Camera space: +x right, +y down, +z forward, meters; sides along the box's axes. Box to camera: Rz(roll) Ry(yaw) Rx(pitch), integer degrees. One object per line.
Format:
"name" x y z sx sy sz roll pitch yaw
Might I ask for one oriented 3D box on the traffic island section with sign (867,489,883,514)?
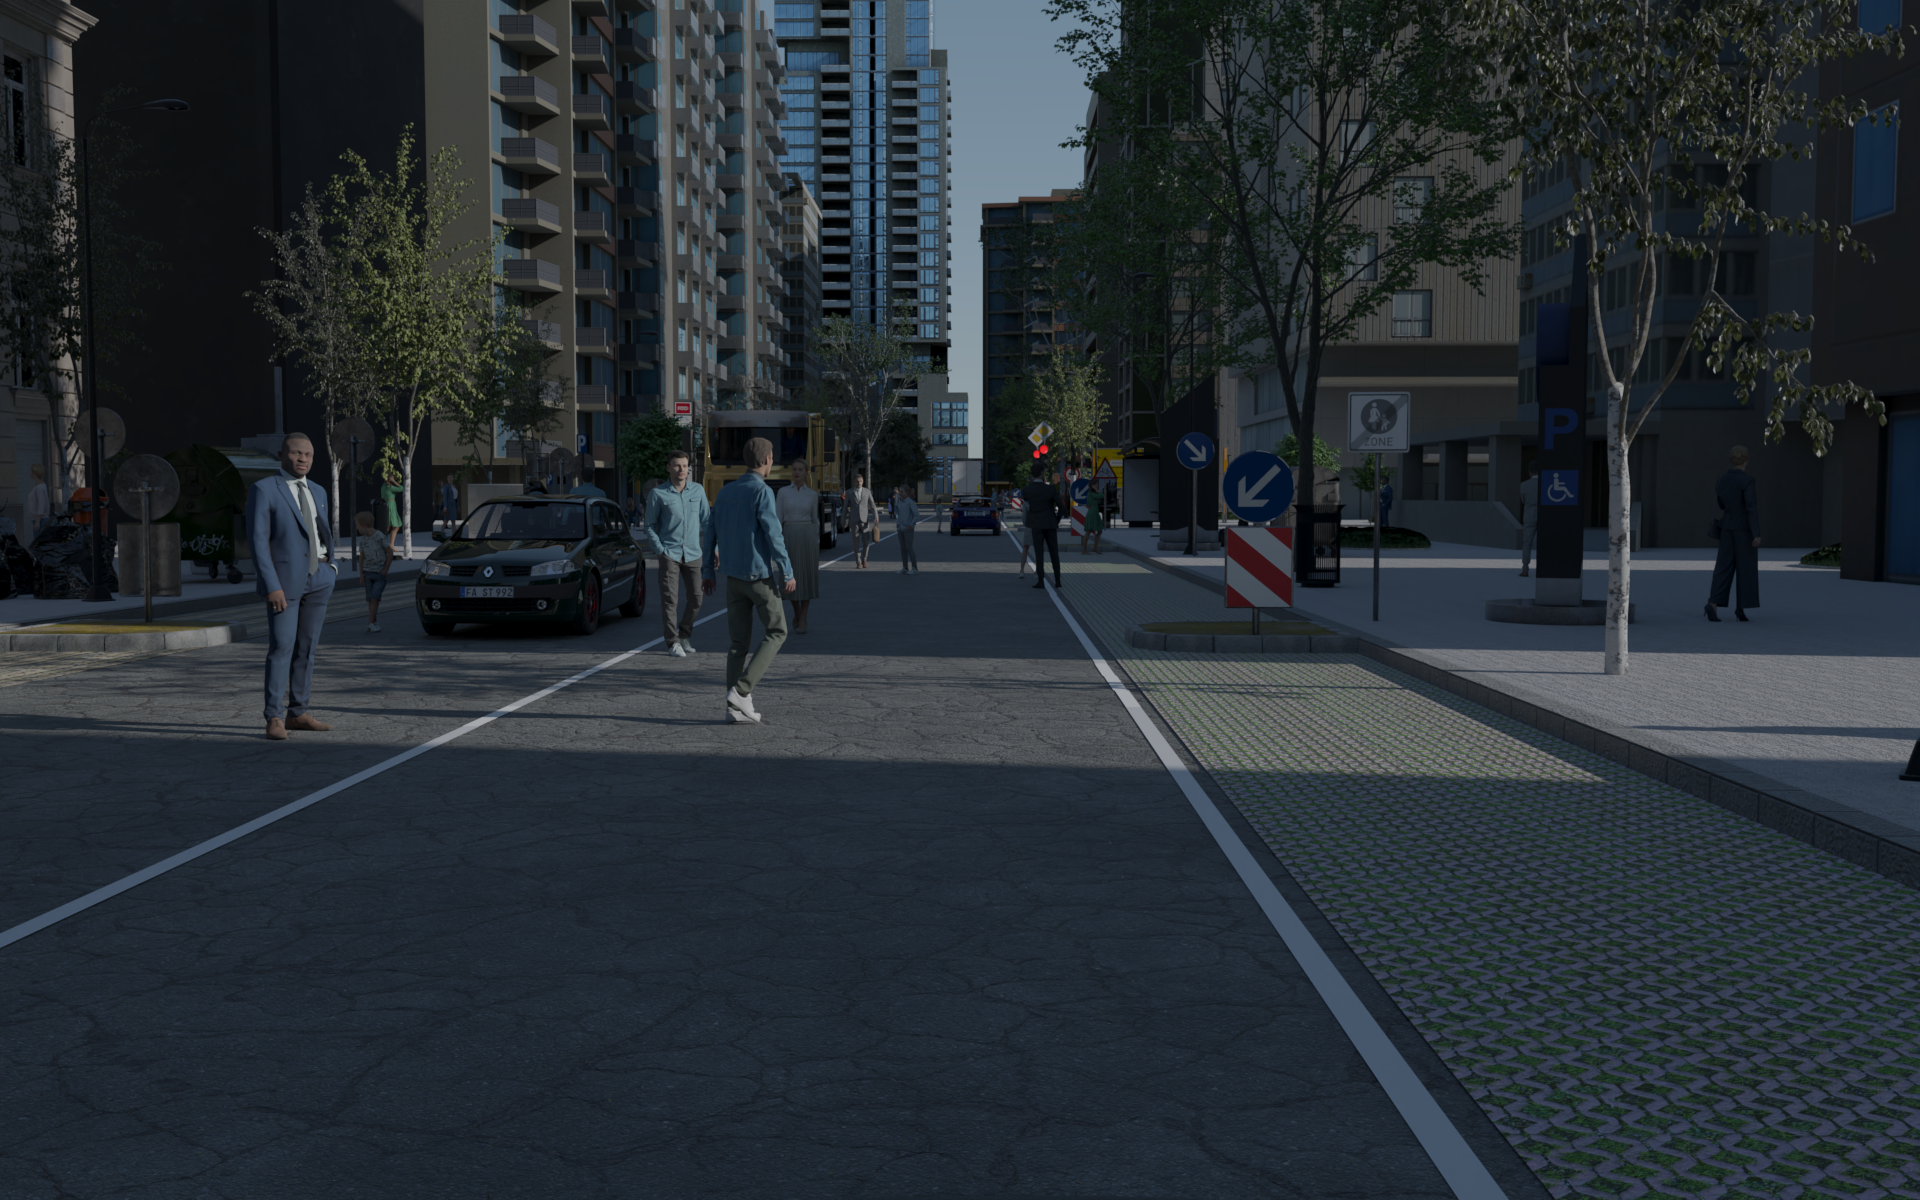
"traffic island section with sign" -6.625 -7.208 126.476 1.989 1.847 2.006 0 4 1

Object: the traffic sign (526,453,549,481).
"traffic sign" -10.489 -2.503 43.053 0.606 2.300 0.079 1 4 10

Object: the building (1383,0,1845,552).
"building" 28.937 -21.608 45.179 32.217 40.220 23.993 0 4 1

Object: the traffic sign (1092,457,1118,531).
"traffic sign" 5.072 -3.702 60.524 0.884 2.594 0.081 1 4 9

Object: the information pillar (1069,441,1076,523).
"information pillar" 5.008 -5.221 76.726 0.183 3.616 0.504 -1 4 -15

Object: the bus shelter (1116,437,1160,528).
"bus shelter" 6.964 -4.272 63.767 2.014 3.302 5.546 0 4 1

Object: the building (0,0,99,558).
"building" -24.138 -13.850 23.716 12.463 27.353 25.104 0 4 1

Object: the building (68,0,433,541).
"building" -25.989 -13.626 52.455 15.834 23.373 12.332 0 4 1

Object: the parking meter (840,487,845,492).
"parking meter" -9.229 -7.969 136.004 0.399 1.863 0.255 2 4 27

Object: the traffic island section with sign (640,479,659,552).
"traffic island section with sign" -7.686 -2.135 43.530 1.989 1.847 2.006 0 4 1

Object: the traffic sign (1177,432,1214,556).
"traffic sign" 4.849 -2.177 35.704 0.768 2.556 0.104 1 4 10

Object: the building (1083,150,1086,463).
"building" 22.206 -34.187 209.076 14.600 45.320 14.200 0 4 1

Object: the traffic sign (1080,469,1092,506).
"traffic sign" 6.365 -5.384 88.139 0.768 2.556 0.104 0 4 4

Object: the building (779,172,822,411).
"building" -28.691 -31.206 202.094 23.993 40.220 32.217 0 4 1

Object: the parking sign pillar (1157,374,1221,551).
"parking sign pillar" 5.233 -3.121 39.502 1.447 3.967 1.447 2 4 33

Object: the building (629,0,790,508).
"building" -28.232 -33.350 164.877 23.786 49.044 30.456 0 4 1

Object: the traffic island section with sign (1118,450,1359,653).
"traffic island section with sign" 2.599 -0.477 16.434 1.989 1.847 2.006 0 4 1

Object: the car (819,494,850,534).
"car" -5.039 -3.326 64.161 2.009 1.686 4.222 0 4 1

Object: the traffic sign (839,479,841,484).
"traffic sign" -9.533 -8.120 132.871 0.768 2.556 0.104 0 4 5

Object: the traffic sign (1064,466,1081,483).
"traffic sign" 5.104 -4.812 78.784 0.768 2.556 0.104 1 4 9

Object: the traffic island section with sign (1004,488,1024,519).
"traffic island section with sign" 3.645 -5.537 99.163 1.989 1.847 2.006 0 4 1

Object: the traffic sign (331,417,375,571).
"traffic sign" -10.065 -1.750 28.712 0.768 2.556 0.104 0 4 7

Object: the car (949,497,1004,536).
"car" 0.568 -2.948 60.779 1.945 1.354 3.894 0 4 2

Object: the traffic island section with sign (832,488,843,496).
"traffic island section with sign" -6.981 -5.559 99.523 1.989 1.847 2.006 0 4 1

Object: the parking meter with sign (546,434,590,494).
"parking meter with sign" -11.524 -3.272 49.759 0.543 3.016 1.738 3 5 44

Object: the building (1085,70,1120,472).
"building" 25.105 -34.702 191.073 21.300 48.544 21.600 0 4 1

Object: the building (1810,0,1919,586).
"building" 19.797 -22.506 18.090 14.600 45.320 14.200 0 4 1

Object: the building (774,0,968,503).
"building" -14.304 -57.332 250.043 31.000 86.520 22.319 0 4 1

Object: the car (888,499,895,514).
"car" -4.246 -7.001 124.059 1.945 1.707 3.694 0 4 -1

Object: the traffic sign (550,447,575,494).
"traffic sign" -10.873 -2.884 47.266 0.768 2.556 0.104 0 4 7

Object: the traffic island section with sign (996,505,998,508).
"traffic island section with sign" 4.617 -10.310 177.191 1.989 1.847 2.006 0 4 1

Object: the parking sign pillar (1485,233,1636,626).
"parking sign pillar" 6.084 -1.774 17.472 1.447 3.967 1.447 1 4 21

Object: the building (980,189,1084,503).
"building" 15.723 -36.483 251.113 28.867 44.769 22.147 0 4 1

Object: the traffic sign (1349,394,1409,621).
"traffic sign" 4.201 -0.937 17.443 0.606 2.300 0.079 0 4 7

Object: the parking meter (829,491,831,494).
"parking meter" -10.887 -8.242 143.173 0.372 1.533 0.369 0 3 0

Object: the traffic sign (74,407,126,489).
"traffic sign" -12.582 -1.544 25.343 0.768 2.556 0.104 0 4 2

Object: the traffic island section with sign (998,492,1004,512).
"traffic island section with sign" 3.981 -7.203 126.400 1.989 1.847 2.006 0 4 1

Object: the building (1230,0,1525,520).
"building" 29.853 -30.990 95.931 27.495 52.752 28.713 0 4 1

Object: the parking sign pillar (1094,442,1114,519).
"parking sign pillar" 7.417 -6.256 90.751 1.447 3.967 1.447 2 4 26

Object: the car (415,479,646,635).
"car" -4.576 -0.554 18.849 2.009 1.686 4.222 0 4 1

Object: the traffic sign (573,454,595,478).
"traffic sign" -11.803 -3.312 54.254 0.768 2.556 0.104 0 4 6

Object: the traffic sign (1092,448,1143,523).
"traffic sign" 6.950 -5.053 76.484 2.265 3.308 0.079 1 4 9

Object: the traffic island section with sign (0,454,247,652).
"traffic island section with sign" -8.028 -0.486 16.577 1.989 1.847 2.006 0 4 1

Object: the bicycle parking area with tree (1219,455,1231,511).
"bicycle parking area with tree" 22.155 -8.531 126.476 8.231 4.147 9.016 2 4 26

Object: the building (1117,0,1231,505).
"building" 24.427 -44.714 169.323 20.563 71.187 20.611 0 4 1

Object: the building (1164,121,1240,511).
"building" 23.029 -22.359 137.272 14.160 30.474 14.107 0 4 1

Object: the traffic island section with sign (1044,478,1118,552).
"traffic island section with sign" 2.930 -2.126 43.387 1.989 1.847 2.006 0 4 1

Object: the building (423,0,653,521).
"building" -29.475 -26.966 95.515 22.147 44.769 28.867 0 4 1
